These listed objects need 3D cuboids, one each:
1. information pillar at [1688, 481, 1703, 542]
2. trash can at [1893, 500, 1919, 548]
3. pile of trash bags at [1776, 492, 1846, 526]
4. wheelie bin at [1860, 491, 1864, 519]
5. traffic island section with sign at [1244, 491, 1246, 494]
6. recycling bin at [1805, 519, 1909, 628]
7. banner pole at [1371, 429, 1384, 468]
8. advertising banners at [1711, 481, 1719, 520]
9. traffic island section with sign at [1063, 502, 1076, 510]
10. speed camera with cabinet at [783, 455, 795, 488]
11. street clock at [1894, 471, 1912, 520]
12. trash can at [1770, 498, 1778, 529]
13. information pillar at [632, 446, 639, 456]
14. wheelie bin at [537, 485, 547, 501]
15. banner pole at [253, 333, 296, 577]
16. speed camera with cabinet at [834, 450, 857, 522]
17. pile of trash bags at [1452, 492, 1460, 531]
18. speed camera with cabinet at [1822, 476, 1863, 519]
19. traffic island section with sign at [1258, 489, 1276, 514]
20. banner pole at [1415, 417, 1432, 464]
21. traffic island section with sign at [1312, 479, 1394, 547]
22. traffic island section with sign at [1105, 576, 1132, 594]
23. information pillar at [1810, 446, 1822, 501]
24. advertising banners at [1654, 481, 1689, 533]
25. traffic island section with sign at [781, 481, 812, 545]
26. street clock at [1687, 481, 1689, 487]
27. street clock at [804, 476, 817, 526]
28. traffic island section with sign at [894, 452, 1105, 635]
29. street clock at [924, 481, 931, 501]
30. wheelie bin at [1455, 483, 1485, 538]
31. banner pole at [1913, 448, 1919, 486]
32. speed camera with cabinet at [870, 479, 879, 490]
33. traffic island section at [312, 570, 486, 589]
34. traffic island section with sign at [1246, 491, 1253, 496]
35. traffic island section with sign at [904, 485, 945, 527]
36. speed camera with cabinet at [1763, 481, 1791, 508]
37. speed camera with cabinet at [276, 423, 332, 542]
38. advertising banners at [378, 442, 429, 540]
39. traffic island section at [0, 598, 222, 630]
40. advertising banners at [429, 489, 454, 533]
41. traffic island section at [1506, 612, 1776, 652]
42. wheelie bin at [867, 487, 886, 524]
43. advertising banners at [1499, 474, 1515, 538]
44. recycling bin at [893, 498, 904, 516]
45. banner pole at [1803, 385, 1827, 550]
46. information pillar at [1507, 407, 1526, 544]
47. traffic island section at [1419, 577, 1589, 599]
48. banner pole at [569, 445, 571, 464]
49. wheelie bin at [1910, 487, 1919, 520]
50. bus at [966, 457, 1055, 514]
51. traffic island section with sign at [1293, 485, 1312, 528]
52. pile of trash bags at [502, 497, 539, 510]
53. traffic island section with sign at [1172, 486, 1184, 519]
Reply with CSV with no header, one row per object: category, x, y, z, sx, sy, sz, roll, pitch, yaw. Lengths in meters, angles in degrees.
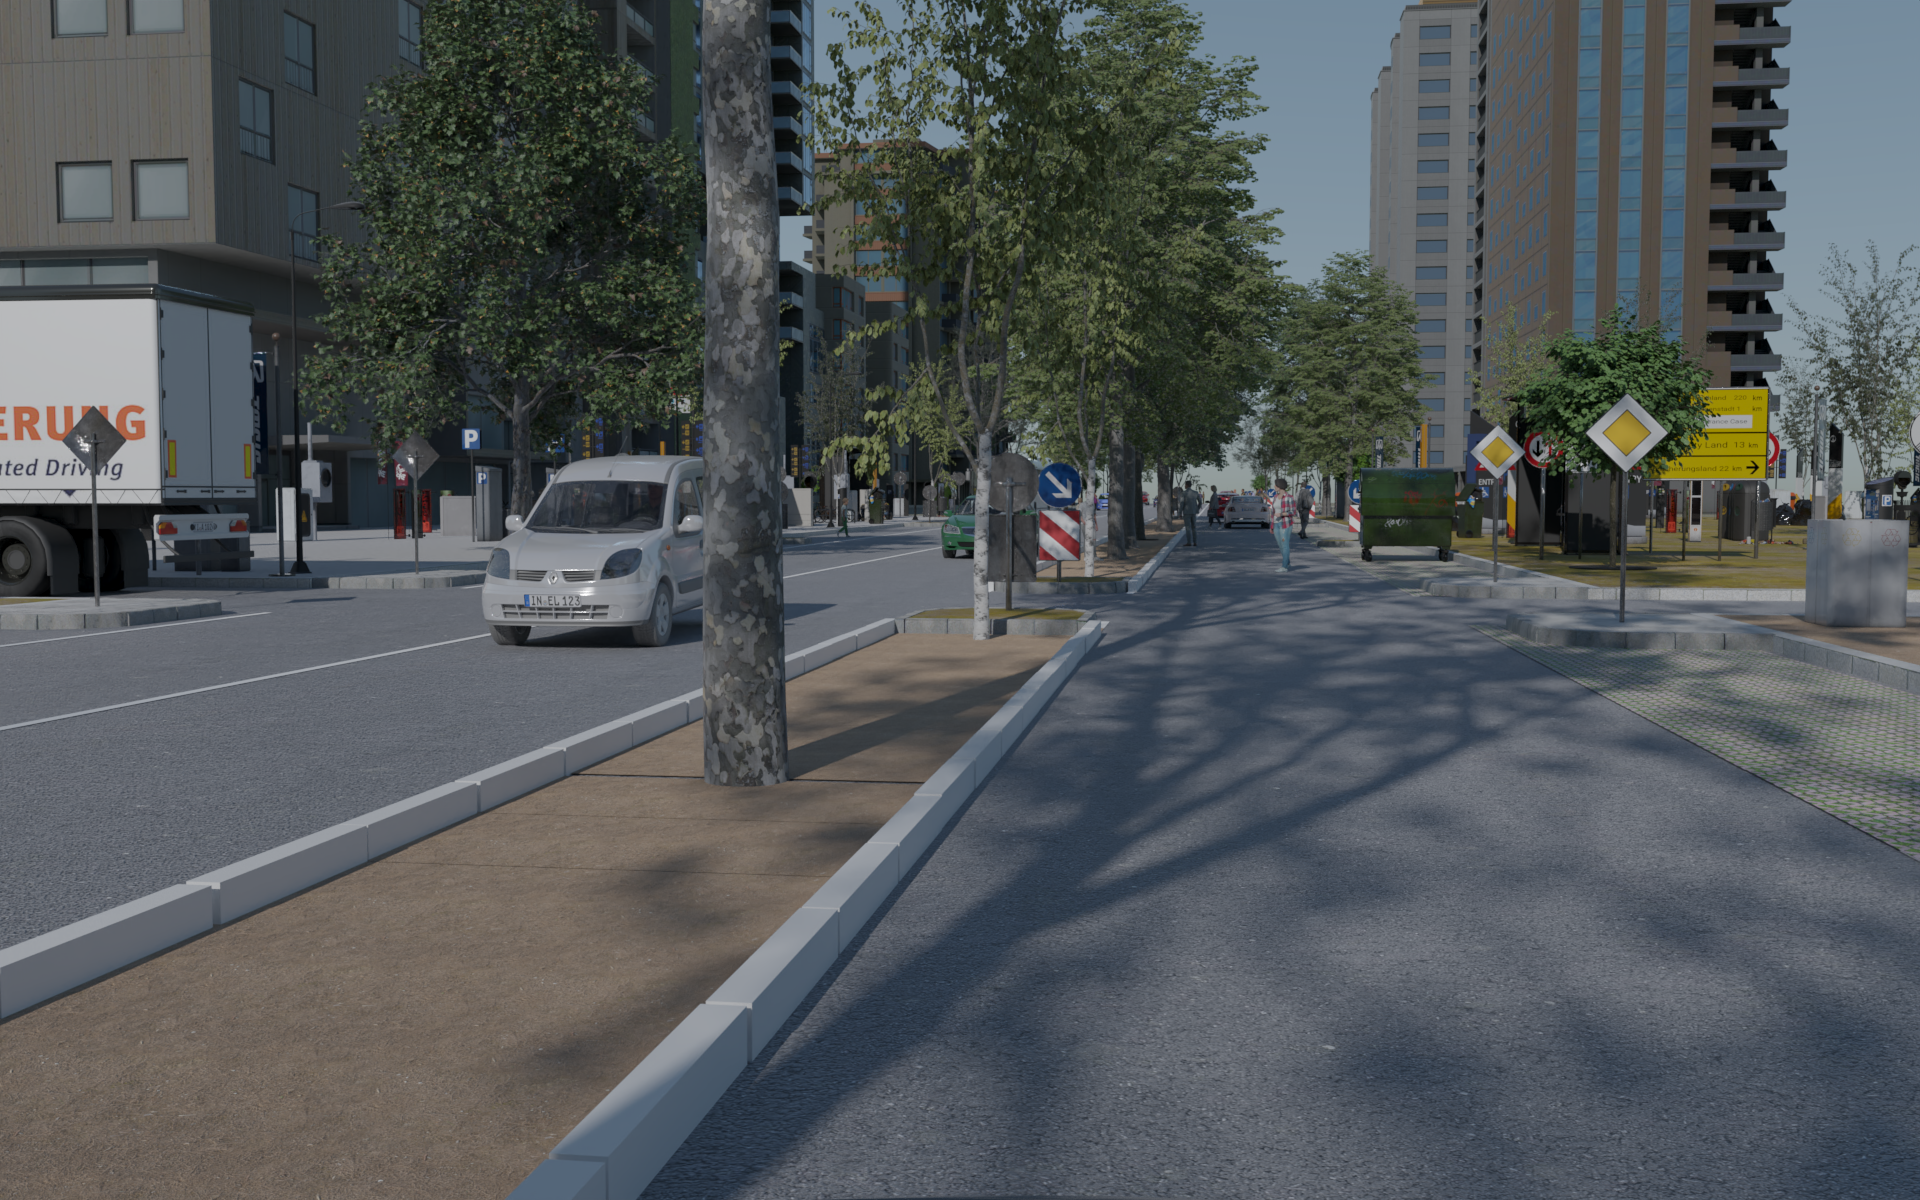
information pillar,19.638,-2.554,46.246,0.304,2.012,0.304,1,4,15
trash can,22.700,-1.825,41.496,0.748,1.137,0.748,0,3,0
pile of trash bags,33.743,-3.701,70.265,3.447,1.369,1.912,-1,4,-16
wheelie bin,42.084,-4.414,80.082,0.980,1.594,0.693,-1,4,-21
traffic island section with sign,34.224,-12.022,205.189,1.989,1.847,2.006,1,4,8
recycling bin,8.778,-0.270,16.971,0.722,1.027,0.722,1,4,8
banner pole,15.869,-4.650,66.048,0.401,3.779,0.863,-2,4,-26
advertising banners,38.049,-5.536,86.703,2.074,3.025,0.090,-3,5,-40
traffic island section with sign,9.957,-8.844,153.232,1.989,1.847,2.006,1,4,8
speed camera with cabinet,-8.554,-5.647,86.658,0.660,3.252,2.038,-1,4,-8
street clock,29.335,-3.020,53.947,0.471,2.002,0.358,0,4,-7
trash can,29.802,-3.198,63.938,0.748,1.137,0.748,0,3,0
information pillar,-15.881,-5.705,84.634,0.183,3.616,0.504,3,4,36
wheelie bin,-13.835,-3.081,58.290,0.693,1.594,0.980,-2,4,-35
banner pole,-10.833,-2.260,26.962,0.863,3.779,0.401,0,4,-3
speed camera with cabinet,-5.229,-5.187,79.147,0.660,3.252,2.038,1,4,12
pile of trash bags,17.096,-3.083,60.166,3.447,1.369,1.912,0,4,0
speed camera with cabinet,45.991,-5.851,90.003,2.038,3.252,0.660,3,4,37
traffic island section with sign,22.166,-7.053,123.948,1.989,1.847,2.006,1,4,8
banner pole,15.106,-4.061,56.414,0.401,3.779,0.863,-2,4,-27
traffic island section with sign,10.821,-2.381,47.565,1.989,1.847,2.006,1,4,8
traffic island section with sign,1.541,-1.081,25.814,2.006,1.907,1.989,1,4,8
information pillar,38.317,-5.268,77.479,0.504,3.616,0.183,1,4,20
advertising banners,23.403,-3.711,56.870,2.074,3.025,0.090,-2,4,-27
traffic island section with sign,-5.365,-2.537,50.113,1.989,1.847,2.006,1,4,8
street clock,28.715,-3.878,67.970,0.471,2.002,0.358,-2,4,-27
street clock,-5.962,-3.954,69.211,0.471,2.002,0.358,2,4,28
traffic island section with sign,0.443,-0.633,18.489,2.006,1.907,1.989,1,4,8
street clock,-1.820,-5.782,99.104,0.471,2.002,0.358,-1,4,-13
wheelie bin,14.899,-2.609,50.557,0.693,1.594,0.980,-1,4,-10
banner pole,37.364,-4.734,67.415,0.401,3.779,0.863,0,4,-6
speed camera with cabinet,-5.753,-6.617,102.528,2.038,3.252,0.660,2,4,35
traffic island section,-8.696,-0.330,27.677,2.009,0.180,2.903,1,4,8
traffic island section with sign,26.173,-8.702,150.912,1.989,1.847,2.006,1,4,8
traffic island section with sign,-1.364,-4.182,76.998,1.989,1.847,2.006,1,4,8
speed camera with cabinet,35.363,-4.980,75.761,2.038,3.252,0.660,-1,4,-22
speed camera with cabinet,-17.923,-3.242,47.348,0.660,3.252,2.038,0,4,8
advertising banners,-15.926,-3.245,49.237,0.090,3.025,2.074,1,4,22
traffic island section,-9.869,0.153,19.778,2.009,0.180,2.903,1,4,8
advertising banners,-17.628,-3.721,57.020,2.074,3.025,0.090,0,4,-7
traffic island section,6.641,0.303,17.329,2.009,0.180,2.903,1,4,8
wheelie bin,-3.547,-4.053,74.181,0.693,1.594,0.980,1,4,11
advertising banners,16.087,-3.316,50.402,2.074,3.025,0.090,-3,5,-40
recycling bin,-3.495,-5.417,101.122,0.722,1.027,0.722,-1,4,-11
banner pole,19.896,-3.065,40.137,0.863,3.779,0.401,-3,5,-44
information pillar,14.250,-3.239,44.313,0.183,3.616,0.504,-2,4,-33
traffic island section,7.814,-0.180,25.228,2.009,0.180,2.903,1,4,8
banner pole,-13.486,-4.276,59.934,0.401,3.779,0.863,-1,4,-16
wheelie bin,44.930,-4.481,81.167,0.693,1.594,0.980,2,4,34
bus,2.607,-5.331,82.025,2.948,3.499,13.247,1,4,9
traffic island section with sign,14.825,-4.034,74.592,1.989,1.847,2.006,1,4,8
pile of trash bags,-15.871,-3.450,66.159,3.447,1.369,1.912,-2,4,-31
traffic island section with sign,12.574,-5.627,100.141,2.006,1.907,1.989,1,4,8
